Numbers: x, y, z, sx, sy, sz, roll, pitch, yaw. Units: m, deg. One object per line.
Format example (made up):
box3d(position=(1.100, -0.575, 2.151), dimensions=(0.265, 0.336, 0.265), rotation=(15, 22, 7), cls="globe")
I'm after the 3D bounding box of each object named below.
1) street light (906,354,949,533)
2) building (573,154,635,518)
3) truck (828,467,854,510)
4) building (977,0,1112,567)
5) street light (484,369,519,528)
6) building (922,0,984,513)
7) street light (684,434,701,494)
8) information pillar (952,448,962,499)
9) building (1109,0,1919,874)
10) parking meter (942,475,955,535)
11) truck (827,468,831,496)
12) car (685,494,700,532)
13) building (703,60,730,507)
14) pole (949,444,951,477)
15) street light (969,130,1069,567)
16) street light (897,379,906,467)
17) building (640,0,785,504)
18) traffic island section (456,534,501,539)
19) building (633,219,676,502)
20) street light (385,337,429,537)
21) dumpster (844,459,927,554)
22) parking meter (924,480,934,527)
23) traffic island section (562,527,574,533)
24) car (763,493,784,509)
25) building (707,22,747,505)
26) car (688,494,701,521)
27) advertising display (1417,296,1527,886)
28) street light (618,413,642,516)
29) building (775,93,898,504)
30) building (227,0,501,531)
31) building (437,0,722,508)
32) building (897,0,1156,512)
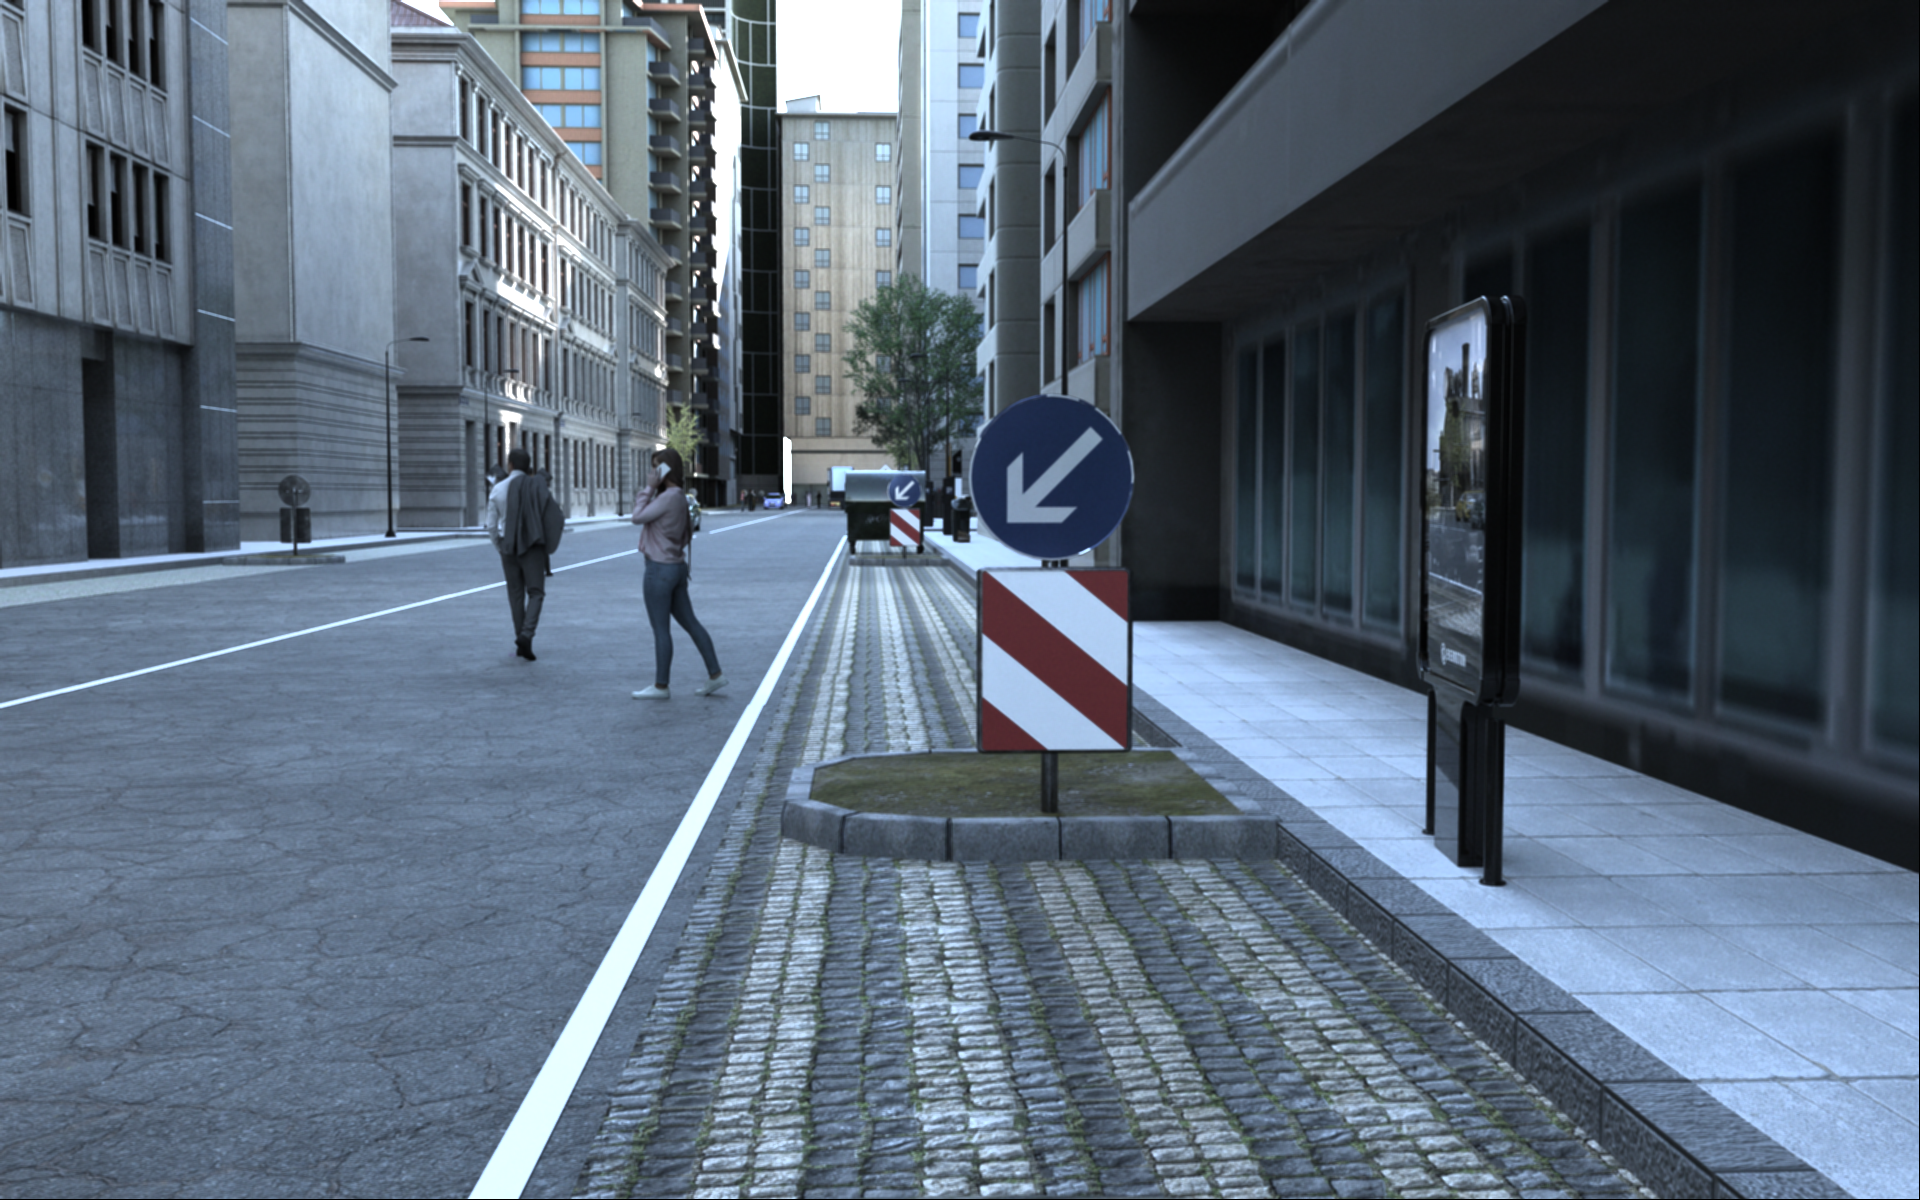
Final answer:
box3d(position=(-0.953, -5.197, 57.504), dimensions=(1.470, 5.913, 1.316), rotation=(0, 4, -3), cls="street light")
box3d(position=(-25.399, -15.835, 95.056), dimensions=(11.583, 22.565, 21.152), rotation=(0, 4, -3), cls="building")
box3d(position=(-11.253, -10.769, 165.824), dimensions=(2.967, 4.110, 18.799), rotation=(0, 4, -4), cls="truck")
box3d(position=(15.103, -11.992, 41.108), dimensions=(27.650, 21.520, 28.899), rotation=(0, 4, -3), cls="building")
box3d(position=(-17.085, -5.627, 64.535), dimensions=(1.470, 5.913, 1.316), rotation=(0, 4, -3), cls="street light")
box3d(position=(7.871, -35.279, 118.807), dimensions=(21.231, 58.520, 28.212), rotation=(0, 4, -3), cls="building")
box3d(position=(-20.773, -9.885, 134.167), dimensions=(1.470, 5.913, 1.316), rotation=(0, 4, -3), cls="street light")
box3d(position=(-0.139, -5.967, 88.919), dimensions=(0.504, 3.616, 0.183), rotation=(0, 4, -6), cls="information pillar")
box3d(position=(12.767, -23.439, 6.926), dimensions=(21.300, 48.544, 21.600), rotation=(0, 4, -3), cls="building")
box3d(position=(-0.365, -2.957, 54.051), dimensions=(0.399, 1.863, 0.255), rotation=(-1, 4, -8), cls="parking meter")
box3d(position=(-13.303, -12.415, 191.896), dimensions=(2.839, 4.237, 11.283), rotation=(0, 4, -3), cls="truck")
box3d(position=(-10.992, -3.340, 66.412), dimensions=(2.131, 1.459, 4.920), rotation=(0, 4, -4), cls="car")
box3d(position=(-30.933, -32.129, 175.427), dimensions=(14.600, 45.320, 14.200), rotation=(0, 4, -3), cls="building")
box3d(position=(-0.471, -4.667, 70.141), dimensions=(0.158, 3.312, 0.155), rotation=(0, 3, 0), cls="pole")
box3d(position=(0.814, -3.044, 22.313), dimensions=(1.470, 5.913, 1.316), rotation=(0, 4, -3), cls="street light")
box3d(position=(-1.818, -5.955, 69.903), dimensions=(1.470, 5.913, 1.316), rotation=(0, 4, -3), cls="street light")
box3d(position=(-34.380, -48.500, 231.231), dimensions=(20.611, 71.187, 20.563), rotation=(0, 4, -3), cls="building")
box3d(position=(-15.212, -2.116, 56.882), dimensions=(2.009, 0.180, 2.903), rotation=(0, 4, -3), cls="traffic island section")
box3d(position=(-26.085, -17.160, 116.724), dimensions=(11.583, 22.565, 21.152), rotation=(0, 4, -3), cls="building")
box3d(position=(-16.368, -4.815, 51.267), dimensions=(1.470, 5.913, 1.316), rotation=(0, 4, -3), cls="street light")
box3d(position=(-1.771, -2.226, 41.347), dimensions=(1.985, 2.255, 1.502), rotation=(0, 4, -2), cls="dumpster")
box3d(position=(-1.229, -3.792, 67.711), dimensions=(0.399, 1.863, 0.255), rotation=(1, 4, 21), cls="parking meter")
box3d(position=(-15.635, -2.604, 64.856), dimensions=(2.009, 0.180, 2.903), rotation=(0, 4, -3), cls="traffic island section")
box3d(position=(-17.726, -9.504, 164.983), dimensions=(1.945, 1.707, 3.694), rotation=(0, 4, -1), cls="car")
box3d(position=(-39.209, -37.359, 200.066), dimensions=(27.495, 52.752, 28.713), rotation=(0, 4, -3), cls="building")
box3d(position=(-13.366, -4.429, 82.634), dimensions=(2.015, 1.641, 3.980), rotation=(0, 4, -3), cls="car")
box3d(position=(1.773, -0.053, 6.073), dimensions=(0.123, 1.923, 0.974), rotation=(0, 4, 3), cls="advertising display")
box3d(position=(-18.923, -7.752, 99.293), dimensions=(1.470, 5.913, 1.316), rotation=(0, 4, -3), cls="street light")
box3d(position=(-10.573, -39.621, 237.045), dimensions=(27.495, 52.752, 28.713), rotation=(0, 4, -3), cls="building")
box3d(position=(-24.276, -14.545, 73.974), dimensions=(11.583, 22.565, 21.152), rotation=(0, 4, -3), cls="building")
box3d(position=(-33.000, -30.499, 153.289), dimensions=(22.147, 44.769, 28.867), rotation=(0, 4, -3), cls="building")
box3d(position=(5.133, -32.674, 157.916), dimensions=(21.300, 48.544, 21.600), rotation=(0, 4, -3), cls="building")
